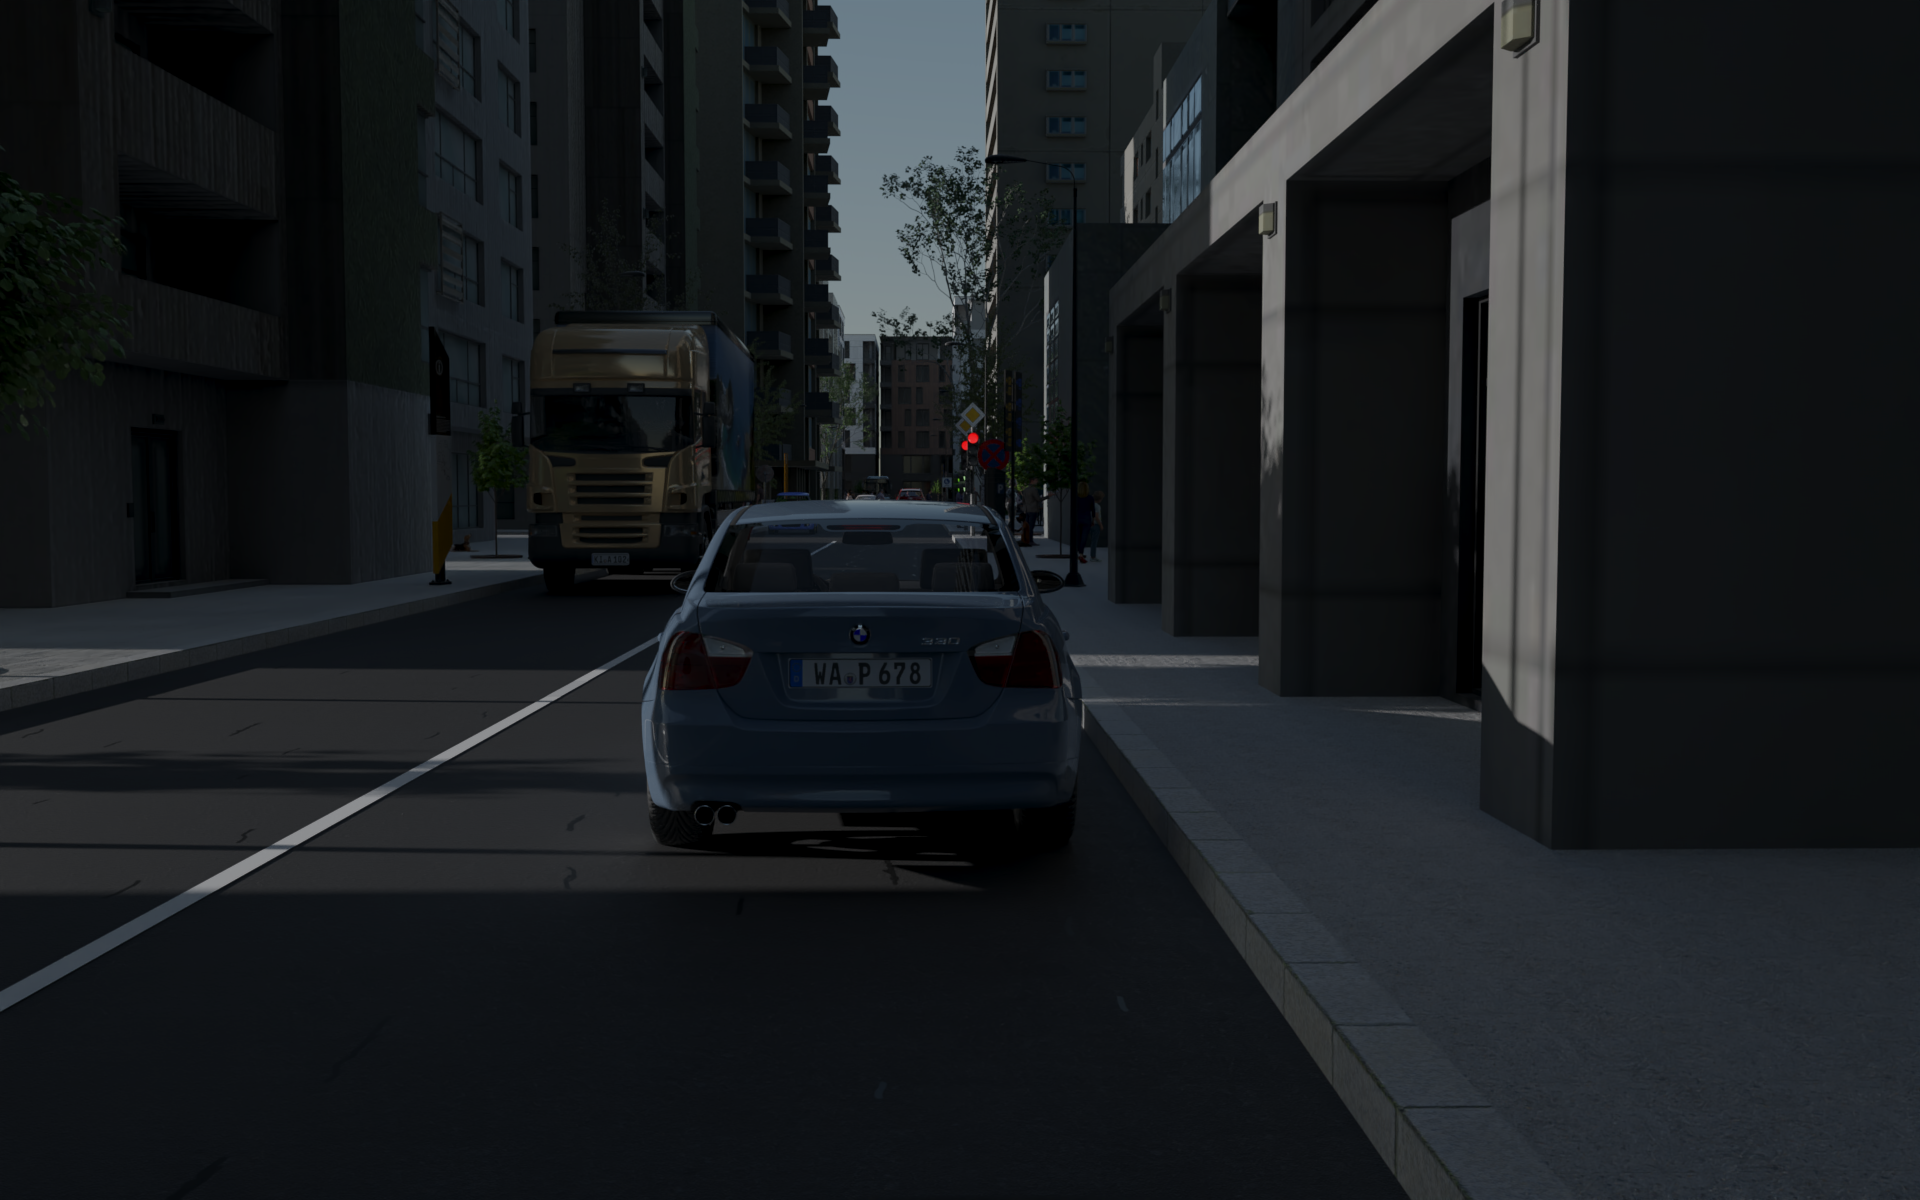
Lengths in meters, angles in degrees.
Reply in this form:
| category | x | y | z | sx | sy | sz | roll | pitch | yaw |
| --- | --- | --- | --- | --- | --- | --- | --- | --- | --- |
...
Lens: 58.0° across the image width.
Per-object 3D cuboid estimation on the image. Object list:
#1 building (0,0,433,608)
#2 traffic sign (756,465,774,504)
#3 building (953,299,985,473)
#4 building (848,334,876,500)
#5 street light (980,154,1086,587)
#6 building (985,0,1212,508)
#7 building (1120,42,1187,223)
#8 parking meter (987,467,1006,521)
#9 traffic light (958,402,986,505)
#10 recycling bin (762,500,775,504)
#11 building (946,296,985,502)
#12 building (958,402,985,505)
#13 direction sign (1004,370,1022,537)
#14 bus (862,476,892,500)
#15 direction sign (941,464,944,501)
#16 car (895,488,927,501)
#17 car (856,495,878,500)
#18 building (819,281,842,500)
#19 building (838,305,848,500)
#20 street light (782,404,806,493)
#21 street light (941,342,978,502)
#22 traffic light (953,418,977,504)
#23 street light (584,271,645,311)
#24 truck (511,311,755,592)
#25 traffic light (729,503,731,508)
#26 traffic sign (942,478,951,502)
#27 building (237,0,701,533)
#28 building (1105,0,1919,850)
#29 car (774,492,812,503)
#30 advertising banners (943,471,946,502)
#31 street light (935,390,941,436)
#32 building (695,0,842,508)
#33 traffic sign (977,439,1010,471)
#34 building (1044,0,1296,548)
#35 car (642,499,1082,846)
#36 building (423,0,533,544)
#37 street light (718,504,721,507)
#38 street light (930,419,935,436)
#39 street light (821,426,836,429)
| category | x | y | z | sx | sy | sz | roll | pitch | yaw |
| --- | --- | --- | --- | --- | --- | --- | --- | --- | --- |
| building | -15.594 | -15.269 | 21.358 | 14.160 | 30.474 | 14.107 | 0 | 4 | -1 |
| traffic sign | -8.484 | -4.602 | 75.340 | 0.768 | 2.556 | 0.104 | 0 | 4 | 1 |
| building | 7.303 | -19.387 | 173.402 | 16.016 | 20.091 | 11.380 | 0 | 4 | -1 |
| building | -27.441 | -23.902 | 234.772 | 32.646 | 21.610 | 27.936 | 0 | 4 | -1 |
| street light | 1.037 | -3.139 | 23.865 | 1.470 | 5.913 | 1.316 | 0 | 4 | -1 |
| building | 12.856 | -30.659 | 124.973 | 21.300 | 48.544 | 21.600 | 0 | 4 | -1 |
| building | 23.013 | -14.125 | 75.985 | 28.899 | 21.520 | 27.650 | 0 | 4 | -1 |
| parking meter | 0.800 | -1.973 | 37.971 | 0.255 | 1.863 | 0.399 | 3 | 5 | 43 |
| traffic light | 0.372 | -3.918 | 52.978 | 0.839 | 4.253 | 0.868 | 0 | 4 | -1 |
| recycling bin | -8.534 | -3.994 | 77.857 | 0.722 | 1.027 | 0.722 | 0 | 4 | -4 |
| building | 12.995 | -21.498 | 195.462 | 27.936 | 21.610 | 32.646 | 0 | 4 | -1 |
| building | 4.707 | -12.942 | 153.750 | 9.099 | 9.664 | 28.070 | 0 | 4 | -1 |
| direction sign | 0.977 | -2.445 | 31.968 | 0.379 | 3.537 | 0.876 | 1 | 4 | 22 |
| bus | -8.330 | -11.005 | 174.791 | 2.948 | 3.499 | 13.247 | 0 | 4 | -2 |
| direction sign | -1.302 | -8.386 | 129.102 | 0.379 | 3.537 | 0.876 | 1 | 4 | 10 |
| car | -3.307 | -6.688 | 118.016 | 2.281 | 1.827 | 5.304 | 0 | 4 | -1 |
| car | -6.605 | -6.733 | 122.452 | 2.083 | 1.381 | 4.827 | 0 | 4 | 0 |
| building | -19.480 | -17.458 | 151.894 | 16.747 | 18.905 | 31.486 | 0 | 4 | -1 |
| building | -26.893 | -20.836 | 184.651 | 27.936 | 21.610 | 32.646 | 0 | 4 | -1 |
| street light | -8.669 | -7.175 | 89.846 | 1.470 | 5.913 | 1.316 | 0 | 4 | -1 |
| street light | 0.251 | -4.919 | 52.962 | 1.470 | 5.913 | 1.316 | 0 | 4 | -1 |
| traffic light | 0.191 | -4.406 | 60.961 | 0.839 | 4.253 | 0.868 | 0 | 4 | -1 |
| street light | -7.255 | -3.894 | 36.201 | 1.470 | 5.913 | 1.316 | 0 | 4 | -1 |
| truck | -5.054 | -2.441 | 28.820 | 2.839 | 4.237 | 11.283 | 0 | 4 | -3 |
| traffic light | -8.028 | -4.394 | 60.759 | 0.839 | 4.253 | 0.868 | 0 | 4 | -1 |
| traffic sign | -0.816 | -6.442 | 107.457 | 0.606 | 2.300 | 0.079 | 0 | 3 | 0 |
| building | -18.064 | -18.090 | 67.472 | 14.160 | 30.474 | 14.107 | 0 | 4 | -1 |
| building | 12.227 | -34.897 | 8.825 | 20.563 | 71.187 | 20.611 | 0 | 4 | -1 |
| car | -6.032 | -3.247 | 62.686 | 1.945 | 1.707 | 3.694 | 0 | 4 | -3 |
| advertising banners | -1.170 | -8.322 | 132.248 | 0.090 | 3.025 | 2.074 | 0 | 4 | 7 |
| street light | -0.264 | -6.414 | 77.414 | 1.470 | 5.913 | 1.316 | 0 | 4 | -1 |
| building | -18.394 | -27.324 | 101.365 | 22.147 | 44.769 | 28.867 | 0 | 4 | -1 |
| traffic sign | 0.777 | -2.435 | 39.921 | 0.768 | 2.556 | 0.104 | 1 | 4 | 8 |
| building | 14.023 | -44.128 | 34.162 | 22.319 | 86.520 | 31.000 | 0 | 4 | -1 |
| car | -0.446 | 0.222 | 8.379 | 2.014 | 1.417 | 4.499 | 0 | 4 | -2 |
| building | -18.812 | -22.018 | 43.597 | 14.086 | 41.232 | 14.154 | 0 | 4 | -1 |
| street light | -7.887 | -5.389 | 60.653 | 1.470 | 5.913 | 1.316 | 0 | 4 | -1 |
| street light | -0.994 | -8.194 | 106.513 | 1.470 | 5.913 | 1.316 | 0 | 4 | -1 |
| street light | -9.214 | -8.955 | 118.949 | 1.470 | 5.913 | 1.316 | 0 | 4 | -1 |
